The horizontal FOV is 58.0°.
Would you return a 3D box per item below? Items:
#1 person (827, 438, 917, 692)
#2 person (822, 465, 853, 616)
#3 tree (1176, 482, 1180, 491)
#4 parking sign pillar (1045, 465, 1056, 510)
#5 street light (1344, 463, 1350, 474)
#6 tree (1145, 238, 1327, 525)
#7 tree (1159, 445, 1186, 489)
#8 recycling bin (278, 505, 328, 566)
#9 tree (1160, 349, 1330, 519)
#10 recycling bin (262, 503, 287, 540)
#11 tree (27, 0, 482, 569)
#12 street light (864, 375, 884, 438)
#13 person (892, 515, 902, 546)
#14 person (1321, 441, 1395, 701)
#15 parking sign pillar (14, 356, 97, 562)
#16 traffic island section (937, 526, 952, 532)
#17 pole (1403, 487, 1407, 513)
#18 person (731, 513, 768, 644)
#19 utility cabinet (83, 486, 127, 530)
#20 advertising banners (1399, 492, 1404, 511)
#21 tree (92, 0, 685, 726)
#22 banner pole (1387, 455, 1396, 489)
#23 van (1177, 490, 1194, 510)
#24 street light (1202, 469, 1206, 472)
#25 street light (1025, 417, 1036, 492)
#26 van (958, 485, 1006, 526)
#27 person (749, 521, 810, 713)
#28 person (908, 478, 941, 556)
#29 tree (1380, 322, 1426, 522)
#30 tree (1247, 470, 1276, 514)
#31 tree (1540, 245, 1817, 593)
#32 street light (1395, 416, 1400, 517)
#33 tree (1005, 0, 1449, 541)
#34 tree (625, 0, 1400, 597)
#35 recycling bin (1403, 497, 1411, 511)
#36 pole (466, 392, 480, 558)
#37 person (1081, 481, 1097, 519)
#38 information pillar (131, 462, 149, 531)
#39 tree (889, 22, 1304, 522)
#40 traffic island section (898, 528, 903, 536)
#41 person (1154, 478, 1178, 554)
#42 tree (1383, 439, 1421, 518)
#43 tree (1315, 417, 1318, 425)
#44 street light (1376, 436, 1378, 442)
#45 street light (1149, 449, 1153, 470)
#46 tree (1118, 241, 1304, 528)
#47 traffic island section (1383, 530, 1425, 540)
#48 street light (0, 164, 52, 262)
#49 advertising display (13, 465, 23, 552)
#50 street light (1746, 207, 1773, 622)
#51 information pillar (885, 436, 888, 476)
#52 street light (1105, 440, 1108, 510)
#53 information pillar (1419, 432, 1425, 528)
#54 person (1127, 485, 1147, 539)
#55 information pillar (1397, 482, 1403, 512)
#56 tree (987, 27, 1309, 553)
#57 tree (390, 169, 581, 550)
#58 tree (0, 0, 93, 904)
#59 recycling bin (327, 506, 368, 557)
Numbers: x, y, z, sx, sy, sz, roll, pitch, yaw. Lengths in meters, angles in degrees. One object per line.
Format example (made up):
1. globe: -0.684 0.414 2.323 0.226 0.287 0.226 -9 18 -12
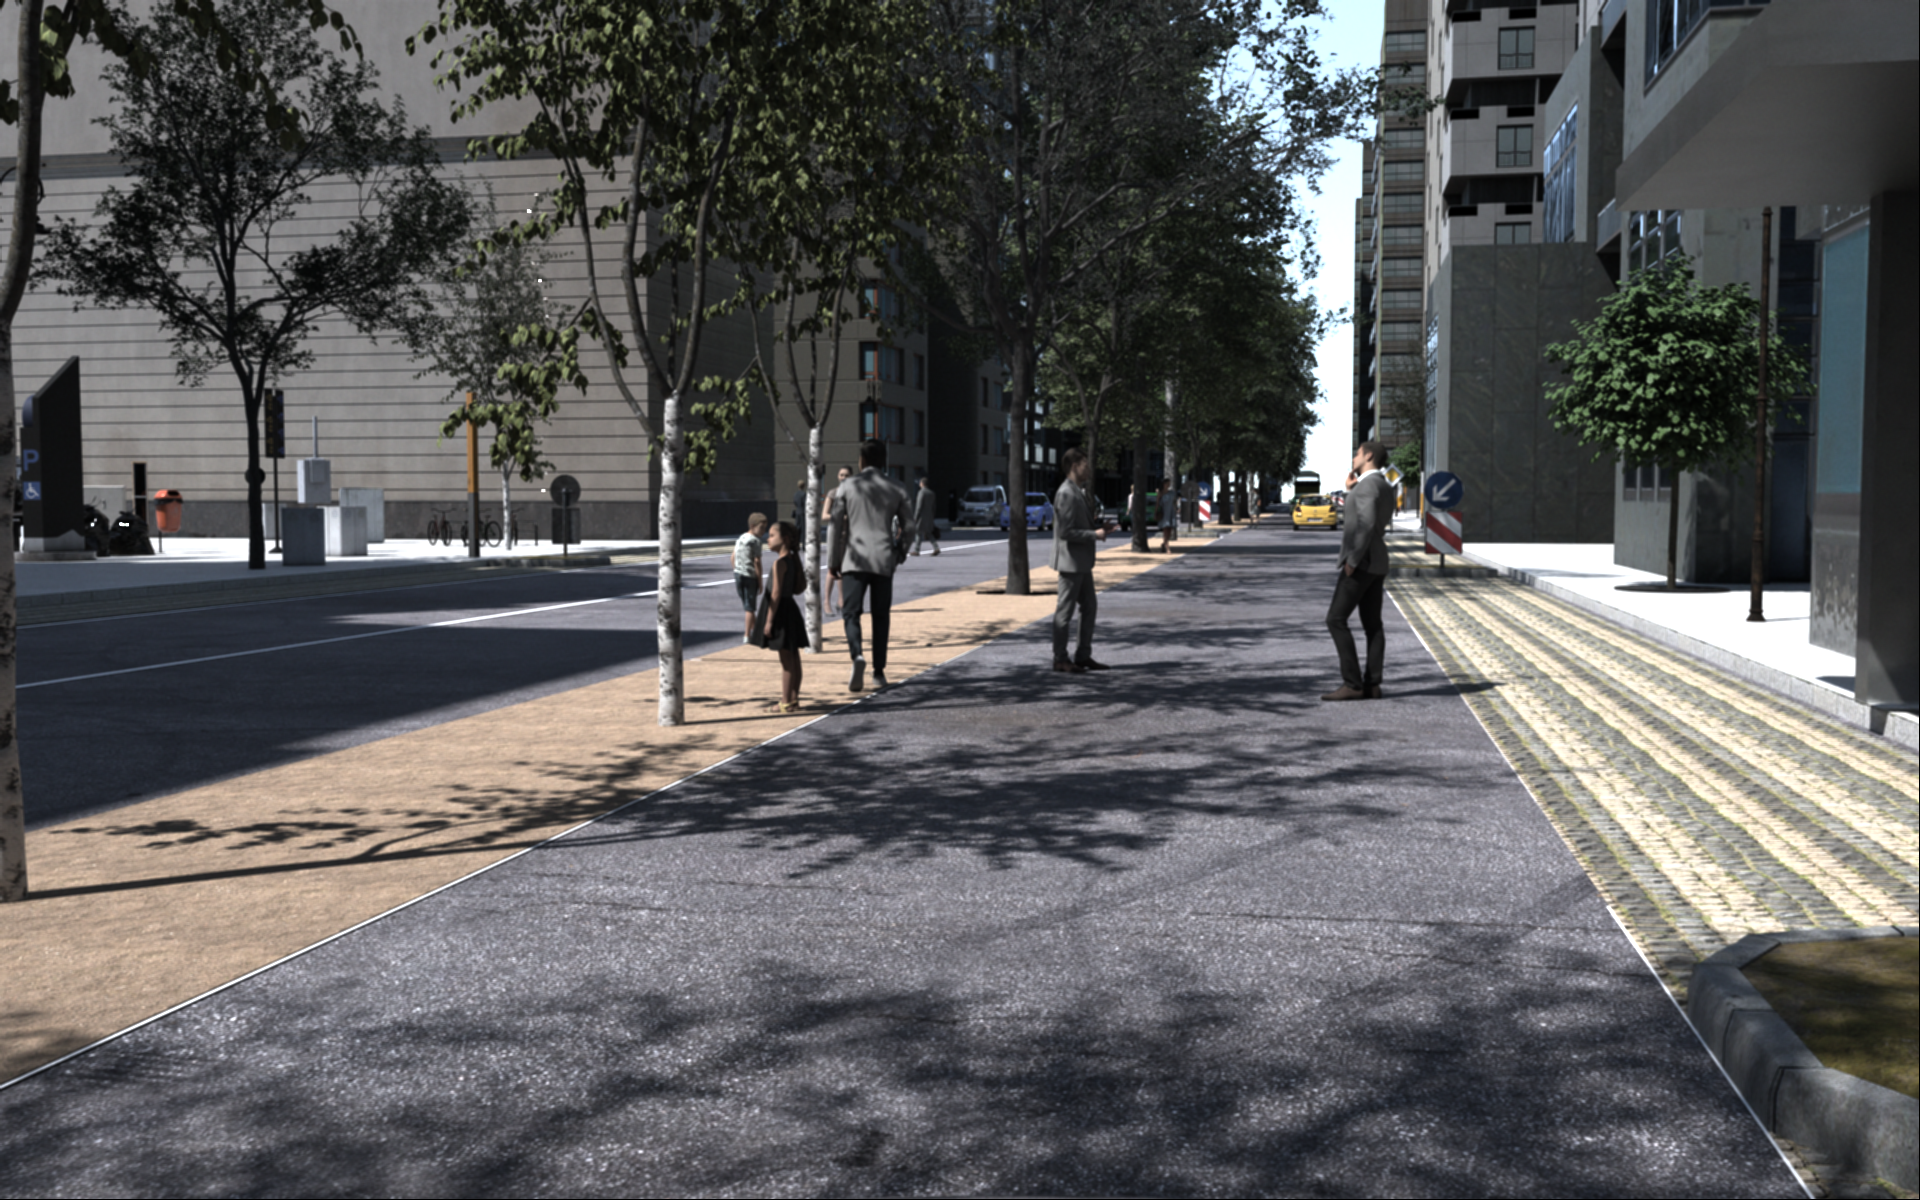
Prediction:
1. person: -0.642 -0.266 12.691 0.661 1.843 0.795 0 4 -7
2. person: -1.398 -0.714 20.518 0.599 1.781 0.374 -3 5 -42
3. tree: 27.500 -13.938 222.482 1.663 3.219 1.824 0 3 0
4. parking sign pillar: 7.124 -9.320 140.849 1.447 3.967 1.447 -2 4 -25
5. street light: 57.064 -17.224 254.400 0.468 5.910 1.993 1 4 12
6. tree: 12.227 -10.410 79.310 9.857 13.997 8.962 0 3 0
7. tree: 26.898 -16.255 216.138 4.737 8.622 4.395 0 3 0
8. recycling bin: -11.887 -1.149 31.344 0.722 1.027 0.722 -1 4 -22
9. tree: 16.400 -11.025 99.729 9.611 12.733 9.660 0 3 0
10. recycling bin: -19.420 -2.208 48.656 0.722 1.027 0.722 2 4 35
11. tree: -11.945 -5.826 29.669 8.767 10.594 7.601 1 4 11
12. street light: -3.334 -5.782 67.328 0.468 5.910 1.993 1 4 12
13. person: -1.269 -1.160 32.155 0.352 1.250 0.332 -2 4 -31
14. person: 2.789 -0.210 12.113 0.473 1.802 0.592 3 5 44
15. parking sign pillar: -17.422 -2.737 33.227 1.447 3.967 1.447 0 4 6
16. traffic island section: -1.483 -2.721 66.762 2.009 0.180 2.903 1 4 12
17. pole: 29.504 -7.397 114.777 0.158 3.312 0.155 0 3 0
18. person: -2.022 -0.213 16.663 0.352 1.250 0.332 -1 4 -12
19. utility cabinet: -22.996 -2.306 46.390 1.173 1.500 0.318 -1 4 -9
20. advertising banners: 33.768 -8.364 132.935 0.090 3.025 2.074 0 4 -2
21. tree: -1.772 -3.538 10.663 4.737 8.622 4.395 0 3 0
22. banner pole: 27.710 -7.423 111.375 0.401 3.779 0.863 -3 5 -43
23. van: 20.523 -9.277 158.692 2.013 2.044 4.112 1 4 11
24. street light: 36.824 -17.655 261.449 0.468 5.910 1.993 1 4 12
25. street light: 4.221 -8.030 104.072 0.468 5.910 1.993 1 4 12
26. van: 1.018 -4.325 77.724 2.013 2.044 4.112 1 4 11
27. person: -1.180 0.114 11.310 0.373 1.253 0.362 1 4 14
28. person: -0.825 -1.925 40.074 0.767 1.812 0.694 3 4 36
29. tree: 19.687 -7.434 71.909 4.360 8.622 3.978 0 3 0
30. tree: 17.920 -9.415 106.762 4.360 8.622 3.978 0 3 0
31. tree: 9.518 -2.396 22.894 4.285 4.588 4.351 0 3 0
32. street light: 24.803 -7.674 98.260 0.468 5.910 1.993 1 4 12
33. tree: 7.417 -11.787 51.058 12.611 20.169 13.585 0 3 0
34. tree: 0.823 -6.822 24.367 12.009 13.543 11.850 0 3 0
35. recycling bin: 34.582 -7.483 134.897 0.722 1.027 0.722 -2 4 -28
36. pole: -9.808 -2.510 34.880 0.158 3.312 0.155 0 3 0
37. person: 3.362 -2.339 47.022 0.678 1.792 0.850 -1 4 -9
38. information pillar: -18.823 -2.158 39.773 0.304 2.012 0.304 -2 4 -29
39. tree: 2.475 -5.954 34.212 8.767 10.594 7.601 1 4 12
40. traffic island section: -3.102 -2.242 58.942 2.009 0.180 2.903 1 4 12
41. person: 4.884 -2.003 41.338 0.616 1.811 0.778 -1 4 -13
42. tree: 24.438 -6.621 91.965 4.285 4.588 4.351 0 3 0
43. tree: 21.583 -11.529 125.374 8.767 10.594 7.601 1 4 12
44. street light: 32.463 -9.920 134.982 0.468 5.910 1.993 1 4 12
45. street light: 19.799 -12.633 179.341 0.468 5.910 1.993 1 4 12
46. tree: 9.344 -8.574 68.394 9.928 11.665 9.643 0 3 0
47. traffic island section: 13.831 -2.028 55.445 2.009 0.180 2.903 1 4 12
48. street light: -12.646 -3.056 22.761 0.468 5.910 1.993 1 4 12
49. advertising display: -20.947 -2.015 38.159 0.974 1.923 0.123 -2 4 -29
50. street light: 8.026 -2.722 17.287 0.468 5.910 1.993 1 4 12
51. information pillar: -2.984 -4.820 70.163 0.183 3.616 0.504 0 4 4
52. street light: 12.103 -10.365 142.249 0.468 5.910 1.993 1 4 12
53. information pillar: 17.290 -4.484 64.672 0.183 3.616 0.504 1 4 22
54. person: 5.733 -2.822 55.313 0.598 1.740 0.731 3 5 41
55. information pillar: 30.826 -7.964 121.566 0.504 3.616 0.183 3 4 38
56. tree: 4.413 -7.398 41.541 7.486 12.596 7.792 0 3 0
57. tree: -10.436 -5.434 39.203 4.360 8.622 3.978 0 3 0
58. tree: -3.355 -3.256 6.059 4.737 8.622 4.395 0 3 0
59. recycling bin: -12.754 -1.420 35.764 0.722 1.027 0.722 2 4 27
